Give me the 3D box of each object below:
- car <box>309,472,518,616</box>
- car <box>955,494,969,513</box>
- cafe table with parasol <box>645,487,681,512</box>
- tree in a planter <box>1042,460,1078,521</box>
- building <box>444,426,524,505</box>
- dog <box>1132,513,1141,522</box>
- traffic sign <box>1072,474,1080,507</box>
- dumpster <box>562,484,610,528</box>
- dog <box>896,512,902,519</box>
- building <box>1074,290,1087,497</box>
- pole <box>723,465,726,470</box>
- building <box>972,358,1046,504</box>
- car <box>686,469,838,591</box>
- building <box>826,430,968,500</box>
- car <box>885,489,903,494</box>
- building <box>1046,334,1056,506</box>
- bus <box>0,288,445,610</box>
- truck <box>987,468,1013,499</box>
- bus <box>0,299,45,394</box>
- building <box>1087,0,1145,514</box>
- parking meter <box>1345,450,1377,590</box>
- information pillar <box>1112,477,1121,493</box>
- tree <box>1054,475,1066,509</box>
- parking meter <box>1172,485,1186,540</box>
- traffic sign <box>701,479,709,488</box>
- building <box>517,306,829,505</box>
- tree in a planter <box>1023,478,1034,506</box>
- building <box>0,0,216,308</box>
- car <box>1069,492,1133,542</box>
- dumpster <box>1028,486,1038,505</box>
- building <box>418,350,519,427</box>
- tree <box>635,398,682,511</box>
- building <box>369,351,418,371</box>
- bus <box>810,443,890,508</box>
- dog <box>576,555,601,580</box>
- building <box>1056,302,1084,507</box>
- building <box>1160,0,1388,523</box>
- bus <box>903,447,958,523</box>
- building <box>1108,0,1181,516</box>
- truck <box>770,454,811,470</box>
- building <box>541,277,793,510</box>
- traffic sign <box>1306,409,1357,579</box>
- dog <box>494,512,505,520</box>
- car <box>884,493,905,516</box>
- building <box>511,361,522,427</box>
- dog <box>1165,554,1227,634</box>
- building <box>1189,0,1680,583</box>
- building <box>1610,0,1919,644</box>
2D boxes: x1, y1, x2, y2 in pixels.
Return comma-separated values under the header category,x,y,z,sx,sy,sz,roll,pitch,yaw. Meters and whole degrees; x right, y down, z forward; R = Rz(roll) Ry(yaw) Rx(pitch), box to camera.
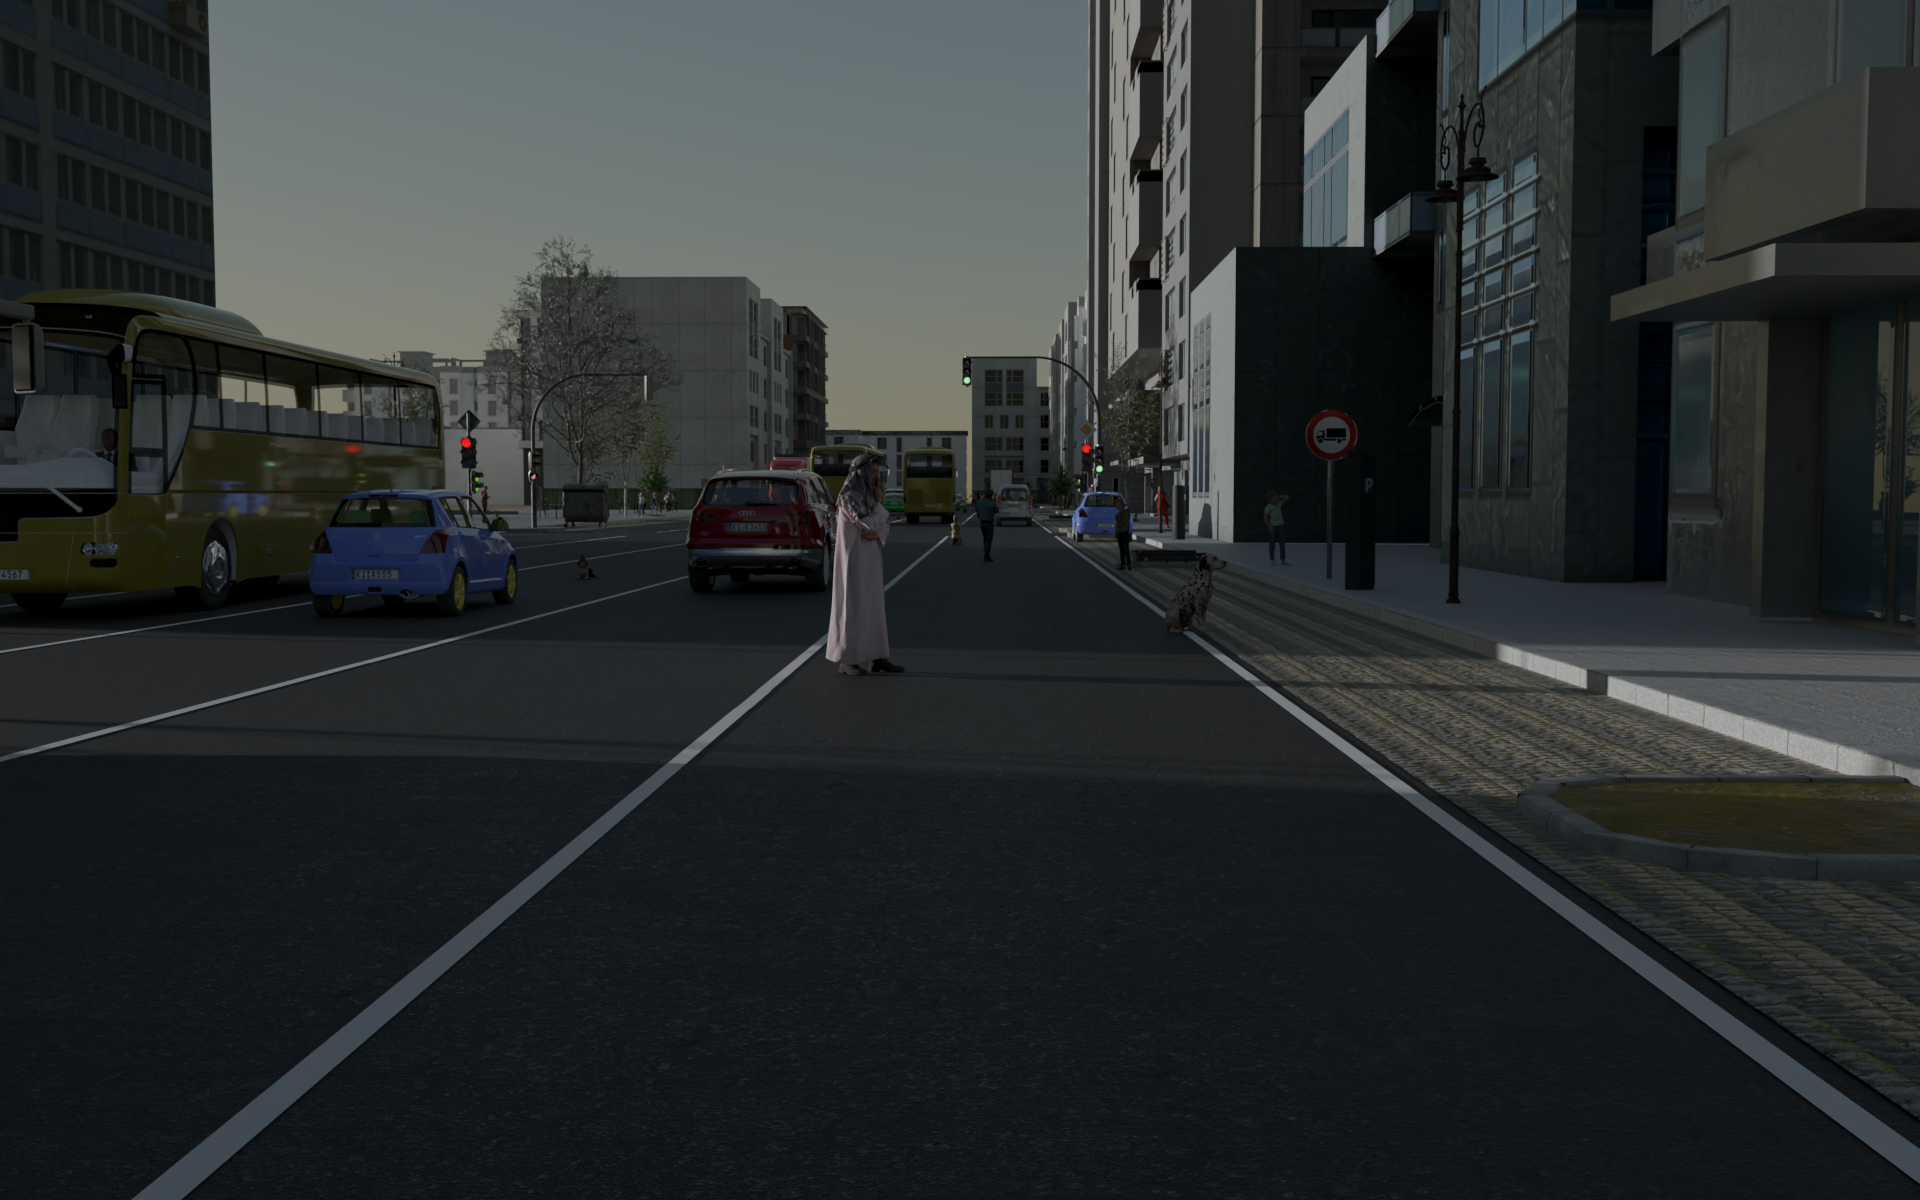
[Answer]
category,x,y,z,sx,sy,sz,roll,pitch,yaw
car,-6.694,-0.733,21.570,1.945,1.707,3.694,0,4,0
car,-0.401,-7.381,132.482,2.131,1.459,4.920,0,3,0
cafe table with parasol,-21.685,-7.443,126.561,2.610,1.966,2.610,-1,4,-15
tree in a planter,5.322,-5.733,90.960,1.991,3.239,1.994,0,4,1
building,-63.378,-16.583,213.277,28.070,9.664,9.099,0,4,1
dog,8.128,-3.821,80.212,0.550,0.427,0.748,1,4,10
traffic sign,7.412,-6.669,109.137,0.768,2.556,0.104,1,4,10
dumpster,-15.923,-4.006,73.717,1.865,1.857,1.264,0,4,3
dog,-3.398,-4.819,98.987,0.550,0.427,0.748,1,4,18
building,17.752,-17.722,146.180,16.016,20.091,11.380,0,4,1
pole,-16.681,-7.880,122.676,0.158,3.312,0.155,0,3,0
building,17.461,-22.422,233.049,31.486,18.905,16.747,0,4,1
car,-2.889,-1.126,27.087,2.281,1.827,5.304,0,4,3
building,-13.000,-17.620,230.226,28.070,9.664,9.099,0,4,1
car,-4.465,-6.946,122.233,2.281,1.827,5.304,0,4,1
building,19.073,-20.380,199.665,16.747,18.905,31.486,0,4,1
bus,-10.364,-2.019,24.550,2.896,3.916,12.252,0,4,0
truck,4.491,-12.441,192.317,2.839,4.237,11.283,0,4,0
bus,-6.961,-0.585,4.432,2.948,3.499,13.247,0,4,1
building,19.731,-35.651,124.898,21.231,58.520,28.212,0,4,1
parking meter,5.376,-1.070,23.212,0.399,1.863,0.255,-3,5,-41
information pillar,6.704,-4.267,74.256,0.304,2.012,0.304,1,4,15
tree,8.477,-9.485,149.676,1.663,3.219,1.824,0,3,0
parking meter,6.182,-2.476,48.897,0.372,1.533,0.369,0,3,0
traffic sign,-16.686,-6.826,113.732,0.606,2.300,0.079,0,4,6
building,-32.636,-21.928,202.491,32.646,21.610,27.936,0,4,1
tree in a planter,7.623,-12.097,195.001,1.991,3.239,1.994,0,4,1
building,-31.873,-21.290,39.979,23.993,40.220,32.217,0,4,1
car,4.291,-2.623,52.481,1.945,1.707,3.694,0,4,1
dumpster,6.985,-10.541,177.292,1.985,2.255,1.502,0,4,3
building,-64.457,-23.110,234.268,11.380,20.091,16.016,0,4,1
tree,-23.474,-11.179,133.139,4.737,8.622,4.395,0,3,0
building,-76.146,-23.196,235.669,11.380,20.091,16.016,0,4,1
bus,-5.194,-5.566,82.546,2.896,3.916,12.252,0,4,2
dog,-6.272,-0.562,29.383,0.550,0.427,0.748,3,5,44
building,18.476,-18.429,167.779,16.747,18.905,31.486,0,4,1
building,15.918,-23.697,71.046,14.086,41.232,14.154,0,4,1
bus,-1.510,-5.976,89.250,2.896,3.916,12.252,0,4,0
building,22.632,-31.055,96.986,28.713,52.752,27.495,0,4,1
truck,-11.702,-8.226,123.401,2.839,4.237,11.283,0,4,2
building,-25.375,-17.764,156.897,16.747,18.905,31.486,0,4,1
traffic sign,5.591,-1.593,26.146,0.768,2.556,0.104,0,4,4
dog,-22.500,-4.098,84.733,0.748,0.427,0.550,-1,4,-18
car,-4.335,-6.526,115.501,1.959,1.807,4.718,0,3,0
building,-42.701,-22.507,234.451,31.486,18.905,16.747,0,4,1
dog,2.367,-0.074,18.043,0.513,0.831,0.800,-1,4,-20
building,18.222,-44.341,37.649,22.319,86.520,31.000,0,4,1
building,18.293,-23.739,7.737,23.786,49.044,30.456,0,4,1
